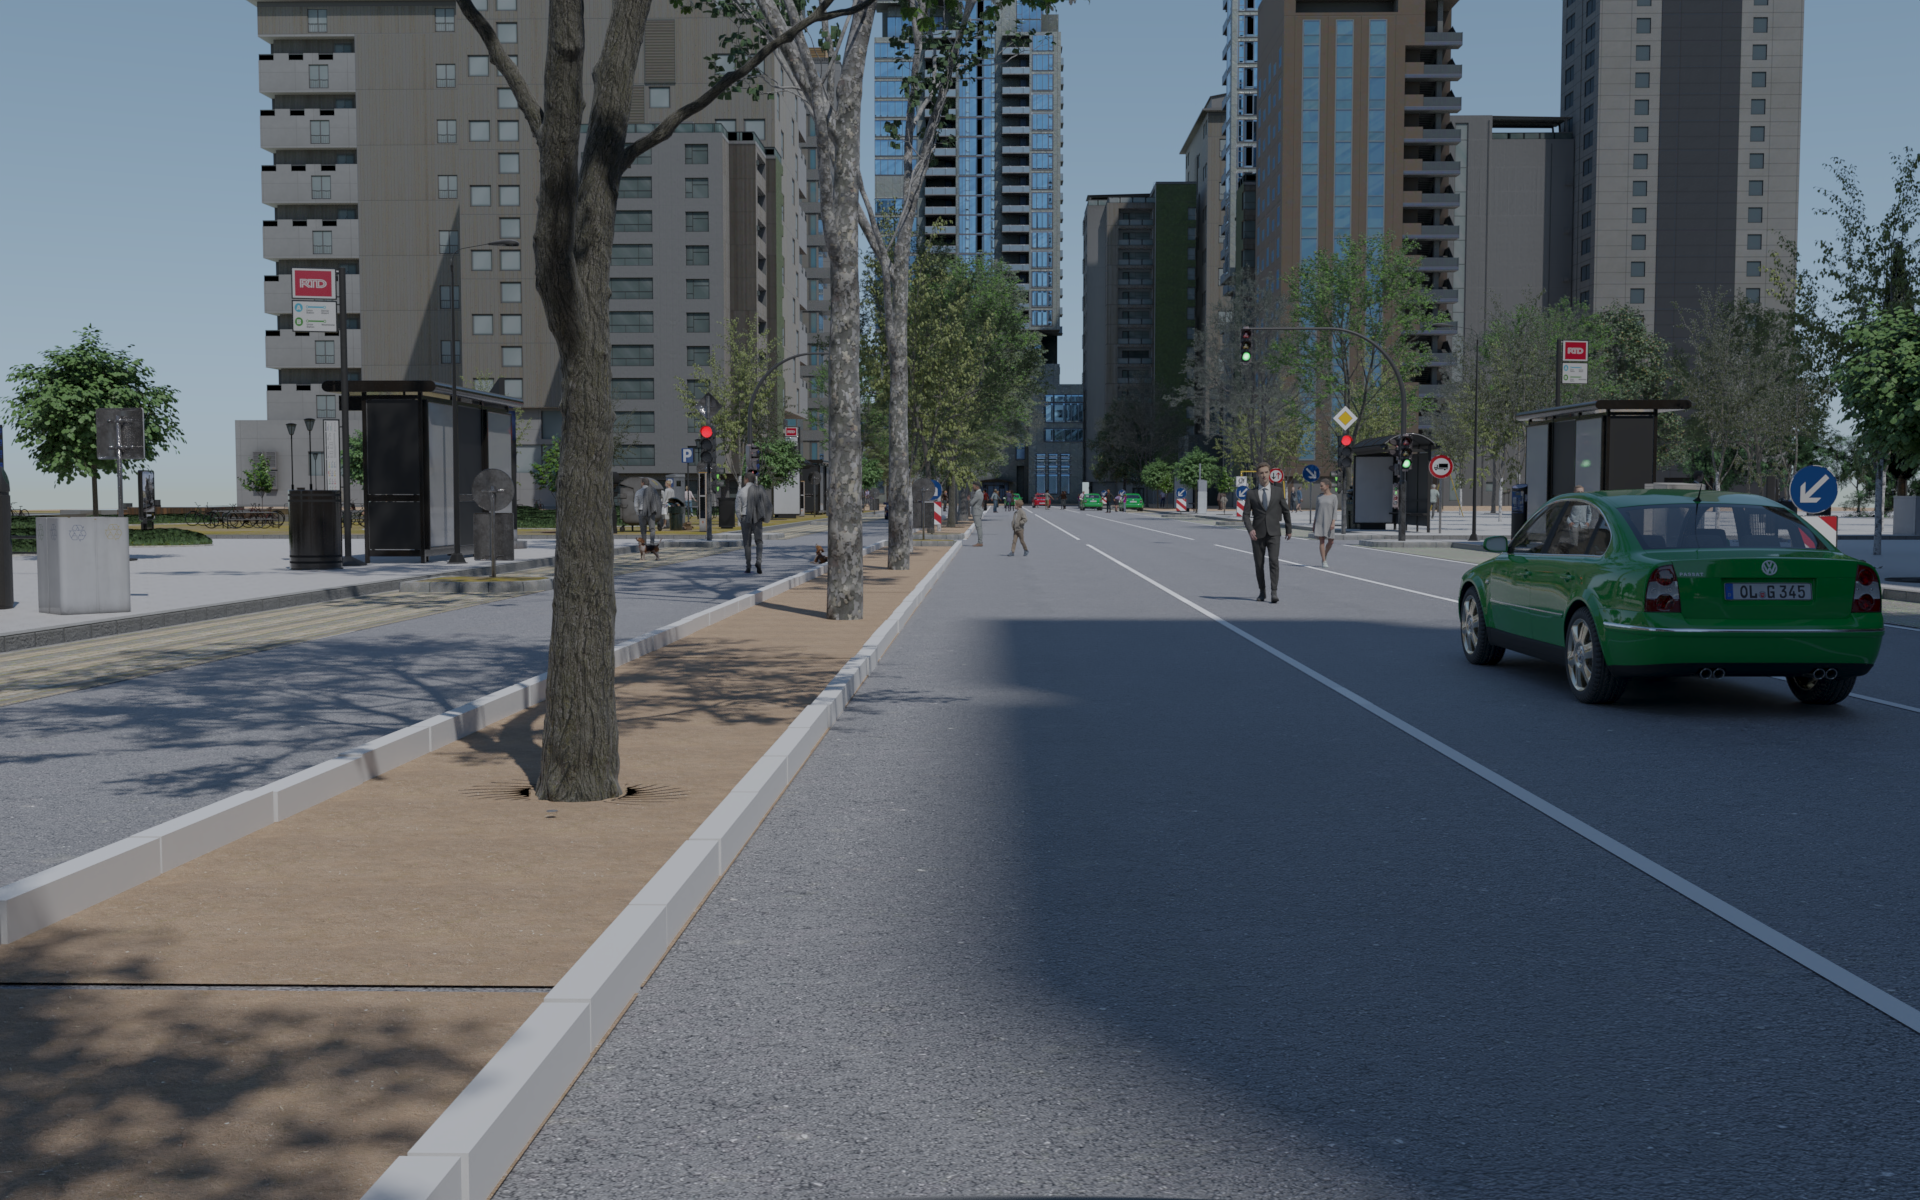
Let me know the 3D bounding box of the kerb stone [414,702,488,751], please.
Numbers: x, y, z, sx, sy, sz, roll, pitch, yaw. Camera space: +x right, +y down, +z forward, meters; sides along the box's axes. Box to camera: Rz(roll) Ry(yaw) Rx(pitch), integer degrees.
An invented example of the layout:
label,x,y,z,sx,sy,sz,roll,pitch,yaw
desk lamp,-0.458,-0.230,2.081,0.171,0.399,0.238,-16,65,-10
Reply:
label,x,y,z,sx,sy,sz,roll,pitch,yaw
kerb stone,-2.967,0.742,10.060,0.120,0.150,1.000,0,4,1

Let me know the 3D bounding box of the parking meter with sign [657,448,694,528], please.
label,x,y,z,sx,sy,sz,roll,pitch,yaw
parking meter with sign,-10.739,-4.218,65.228,0.543,3.016,1.738,2,4,28

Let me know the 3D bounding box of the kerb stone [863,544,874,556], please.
label,x,y,z,sx,sy,sz,roll,pitch,yaw
kerb stone,-2.239,-1.201,41.827,0.120,0.150,1.000,0,4,1

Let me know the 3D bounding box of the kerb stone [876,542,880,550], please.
label,x,y,z,sx,sy,sz,roll,pitch,yaw
kerb stone,-2.197,-1.327,43.888,0.120,0.150,1.000,0,4,1

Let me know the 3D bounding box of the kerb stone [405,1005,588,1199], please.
label,x,y,z,sx,sy,sz,roll,pitch,yaw
kerb stone,-1.007,1.123,3.882,0.120,0.150,1.000,0,4,1

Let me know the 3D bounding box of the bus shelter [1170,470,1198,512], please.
label,x,y,z,sx,sy,sz,roll,pitch,yaw
bus shelter,16.254,-7.919,123.402,2.014,3.302,5.546,0,4,1

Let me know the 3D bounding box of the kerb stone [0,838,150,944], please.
label,x,y,z,sx,sy,sz,roll,pitch,yaw
kerb stone,-3.058,0.992,5.970,0.120,0.150,1.000,0,4,1

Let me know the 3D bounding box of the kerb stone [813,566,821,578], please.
label,x,y,z,sx,sy,sz,roll,pitch,yaw
kerb stone,-2.522,-0.442,29.525,0.120,0.150,1.000,0,4,1

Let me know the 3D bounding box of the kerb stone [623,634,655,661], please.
label,x,y,z,sx,sy,sz,roll,pitch,yaw
kerb stone,-2.858,0.432,15.180,0.120,0.150,1.000,0,4,1

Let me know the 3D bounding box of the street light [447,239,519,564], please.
label,x,y,z,sx,sy,sz,roll,pitch,yaw
street light,-8.737,-3.622,31.767,1.470,5.913,1.316,0,4,1

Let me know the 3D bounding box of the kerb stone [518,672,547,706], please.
label,x,y,z,sx,sy,sz,roll,pitch,yaw
kerb stone,-2.926,0.617,12.109,0.120,0.150,1.000,0,4,1

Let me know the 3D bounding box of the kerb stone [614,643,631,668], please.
label,x,y,z,sx,sy,sz,roll,pitch,yaw
kerb stone,-2.881,0.492,14.158,0.120,0.150,1.000,0,4,1

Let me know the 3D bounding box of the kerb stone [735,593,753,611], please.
label,x,y,z,sx,sy,sz,roll,pitch,yaw
kerb stone,-2.710,0.054,21.330,0.120,0.150,1.000,0,4,1

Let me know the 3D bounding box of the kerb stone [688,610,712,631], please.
label,x,y,z,sx,sy,sz,roll,pitch,yaw
kerb stone,-2.788,0.242,18.248,0.120,0.150,1.000,0,4,1

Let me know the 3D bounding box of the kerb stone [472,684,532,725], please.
label,x,y,z,sx,sy,sz,roll,pitch,yaw
kerb stone,-2.953,0.681,11.082,0.120,0.150,1.000,0,4,1

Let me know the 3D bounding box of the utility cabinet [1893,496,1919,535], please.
label,x,y,z,sx,sy,sz,roll,pitch,yaw
utility cabinet,29.790,-2.645,54.399,0.306,1.237,1.020,-1,4,-10

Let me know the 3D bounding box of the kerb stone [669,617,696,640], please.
label,x,y,z,sx,sy,sz,roll,pitch,yaw
kerb stone,-2.801,0.307,17.224,0.120,0.150,1.000,0,4,1

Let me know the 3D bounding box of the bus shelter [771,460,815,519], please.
label,x,y,z,sx,sy,sz,roll,pitch,yaw
bus shelter,-9.037,-6.050,92.836,2.014,3.302,5.546,0,4,1

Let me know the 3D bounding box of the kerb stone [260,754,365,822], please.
label,x,y,z,sx,sy,sz,roll,pitch,yaw
kerb stone,-3.008,0.875,8.014,0.120,0.150,1.000,0,4,1

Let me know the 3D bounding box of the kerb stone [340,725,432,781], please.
label,x,y,z,sx,sy,sz,roll,pitch,yaw
kerb stone,-2.994,0.805,9.039,0.120,0.150,1.000,0,4,1

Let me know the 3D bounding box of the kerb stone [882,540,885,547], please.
label,x,y,z,sx,sy,sz,roll,pitch,yaw
kerb stone,-2.154,-1.452,45.938,0.120,0.150,1.000,0,4,1

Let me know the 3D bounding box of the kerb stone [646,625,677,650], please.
label,x,y,z,sx,sy,sz,roll,pitch,yaw
kerb stone,-2.824,0.367,16.201,0.120,0.150,1.000,0,4,1

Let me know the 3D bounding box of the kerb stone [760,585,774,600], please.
label,x,y,z,sx,sy,sz,roll,pitch,yaw
kerb stone,-2.665,-0.071,23.381,0.120,0.150,1.000,0,4,1

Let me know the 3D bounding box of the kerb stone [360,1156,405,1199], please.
label,x,y,z,sx,sy,sz,roll,pitch,yaw
kerb stone,-1.038,1.183,2.860,0.120,0.150,1.000,0,4,1

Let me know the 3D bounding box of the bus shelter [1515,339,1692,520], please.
label,x,y,z,sx,sy,sz,roll,pitch,yaw
bus shelter,15.241,-3.979,42.686,2.179,5.291,8.768,0,4,1

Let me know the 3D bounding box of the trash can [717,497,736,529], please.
label,x,y,z,sx,sy,sz,roll,pitch,yaw
trash can,-8.623,-3.205,64.054,0.748,1.137,0.748,0,3,0

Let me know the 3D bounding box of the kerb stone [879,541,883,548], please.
label,x,y,z,sx,sy,sz,roll,pitch,yaw
kerb stone,-2.166,-1.384,44.916,0.120,0.150,1.000,0,4,1

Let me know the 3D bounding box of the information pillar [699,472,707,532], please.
label,x,y,z,sx,sy,sz,roll,pitch,yaw
information pillar,-8.600,-3.302,58.476,0.304,2.012,0.304,2,4,30

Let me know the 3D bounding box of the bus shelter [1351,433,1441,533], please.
label,x,y,z,sx,sy,sz,roll,pitch,yaw
bus shelter,14.882,-4.030,59.808,2.014,3.302,5.546,0,4,1

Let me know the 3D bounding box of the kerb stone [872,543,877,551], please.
label,x,y,z,sx,sy,sz,roll,pitch,yaw
kerb stone,-2.211,-1.264,42.860,0.120,0.150,1.000,0,4,1

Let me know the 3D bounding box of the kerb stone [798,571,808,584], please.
label,x,y,z,sx,sy,sz,roll,pitch,yaw
kerb stone,-2.566,-0.316,27.469,0.120,0.150,1.000,0,4,1

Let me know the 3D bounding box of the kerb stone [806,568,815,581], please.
label,x,y,z,sx,sy,sz,roll,pitch,yaw
kerb stone,-2.546,-0.383,28.499,0.120,0.150,1.000,0,4,1

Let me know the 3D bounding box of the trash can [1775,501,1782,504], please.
label,x,y,z,sx,sy,sz,roll,pitch,yaw
trash can,15.625,-1.353,33.771,0.748,1.137,0.748,0,3,0

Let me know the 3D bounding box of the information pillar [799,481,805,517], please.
label,x,y,z,sx,sy,sz,roll,pitch,yaw
information pillar,-8.979,-5.742,98.381,0.304,2.012,0.304,0,4,-2

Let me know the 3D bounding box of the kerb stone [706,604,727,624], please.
label,x,y,z,sx,sy,sz,roll,pitch,yaw
kerb stone,-2.757,0.179,19.272,0.120,0.150,1.000,0,4,1

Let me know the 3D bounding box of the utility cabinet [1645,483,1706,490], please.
label,x,y,z,sx,sy,sz,roll,pitch,yaw
utility cabinet,15.338,-1.744,37.193,1.173,1.500,0.318,2,4,35

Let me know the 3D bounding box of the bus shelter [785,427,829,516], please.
label,x,y,z,sx,sy,sz,roll,pitch,yaw
bus shelter,-9.306,-7.871,106.326,2.179,5.291,8.768,0,4,1

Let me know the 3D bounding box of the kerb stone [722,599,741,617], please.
label,x,y,z,sx,sy,sz,roll,pitch,yaw
kerb stone,-2.736,0.118,20.306,0.120,0.150,1.000,0,4,1

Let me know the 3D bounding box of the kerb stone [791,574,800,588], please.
label,x,y,z,sx,sy,sz,roll,pitch,yaw
kerb stone,-2.595,-0.260,26.447,0.120,0.150,1.000,0,4,1

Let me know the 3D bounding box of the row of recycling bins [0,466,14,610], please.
label,x,y,z,sx,sy,sz,roll,pitch,yaw
row of recycling bins,-10.971,-0.661,17.914,1.069,1.692,3.534,0,4,-4

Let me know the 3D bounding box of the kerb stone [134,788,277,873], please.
label,x,y,z,sx,sy,sz,roll,pitch,yaw
kerb stone,-3.040,0.930,6.992,0.120,0.150,1.000,0,4,1

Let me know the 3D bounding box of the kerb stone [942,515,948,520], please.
label,x,y,z,sx,sy,sz,roll,pitch,yaw
kerb stone,-0.866,-4.871,101.832,0.120,0.150,1.000,0,4,1

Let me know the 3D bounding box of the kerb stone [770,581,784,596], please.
label,x,y,z,sx,sy,sz,roll,pitch,yaw
kerb stone,-2.638,-0.135,24.403,0.120,0.150,1.000,0,4,1

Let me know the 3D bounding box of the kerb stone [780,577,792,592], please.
label,x,y,z,sx,sy,sz,roll,pitch,yaw
kerb stone,-2.619,-0.197,25.425,0.120,0.150,1.000,0,4,1

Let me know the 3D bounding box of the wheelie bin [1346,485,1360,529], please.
label,x,y,z,sx,sy,sz,roll,pitch,yaw
wheelie bin,14.520,-3.397,63.454,0.693,1.594,0.980,-2,4,-33

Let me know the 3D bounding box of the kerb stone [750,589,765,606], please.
label,x,y,z,sx,sy,sz,roll,pitch,yaw
kerb stone,-2.683,-0.009,22.355,0.120,0.150,1.000,0,4,1

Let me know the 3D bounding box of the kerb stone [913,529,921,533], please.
label,x,y,z,sx,sy,sz,roll,pitch,yaw
kerb stone,-1.669,-2.734,66.980,0.120,0.150,1.000,0,4,1

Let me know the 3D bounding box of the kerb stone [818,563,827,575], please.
label,x,y,z,sx,sy,sz,roll,pitch,yaw
kerb stone,-2.501,-0.510,30.555,0.120,0.150,1.000,0,4,1

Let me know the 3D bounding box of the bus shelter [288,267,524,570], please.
label,x,y,z,sx,sy,sz,roll,pitch,yaw
bus shelter,-10.670,-3.409,33.368,2.179,5.291,8.768,0,4,1

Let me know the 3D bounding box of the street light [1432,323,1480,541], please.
label,x,y,z,sx,sy,sz,roll,pitch,yaw
street light,13.516,-4.567,47.216,1.470,5.913,1.316,0,4,1
